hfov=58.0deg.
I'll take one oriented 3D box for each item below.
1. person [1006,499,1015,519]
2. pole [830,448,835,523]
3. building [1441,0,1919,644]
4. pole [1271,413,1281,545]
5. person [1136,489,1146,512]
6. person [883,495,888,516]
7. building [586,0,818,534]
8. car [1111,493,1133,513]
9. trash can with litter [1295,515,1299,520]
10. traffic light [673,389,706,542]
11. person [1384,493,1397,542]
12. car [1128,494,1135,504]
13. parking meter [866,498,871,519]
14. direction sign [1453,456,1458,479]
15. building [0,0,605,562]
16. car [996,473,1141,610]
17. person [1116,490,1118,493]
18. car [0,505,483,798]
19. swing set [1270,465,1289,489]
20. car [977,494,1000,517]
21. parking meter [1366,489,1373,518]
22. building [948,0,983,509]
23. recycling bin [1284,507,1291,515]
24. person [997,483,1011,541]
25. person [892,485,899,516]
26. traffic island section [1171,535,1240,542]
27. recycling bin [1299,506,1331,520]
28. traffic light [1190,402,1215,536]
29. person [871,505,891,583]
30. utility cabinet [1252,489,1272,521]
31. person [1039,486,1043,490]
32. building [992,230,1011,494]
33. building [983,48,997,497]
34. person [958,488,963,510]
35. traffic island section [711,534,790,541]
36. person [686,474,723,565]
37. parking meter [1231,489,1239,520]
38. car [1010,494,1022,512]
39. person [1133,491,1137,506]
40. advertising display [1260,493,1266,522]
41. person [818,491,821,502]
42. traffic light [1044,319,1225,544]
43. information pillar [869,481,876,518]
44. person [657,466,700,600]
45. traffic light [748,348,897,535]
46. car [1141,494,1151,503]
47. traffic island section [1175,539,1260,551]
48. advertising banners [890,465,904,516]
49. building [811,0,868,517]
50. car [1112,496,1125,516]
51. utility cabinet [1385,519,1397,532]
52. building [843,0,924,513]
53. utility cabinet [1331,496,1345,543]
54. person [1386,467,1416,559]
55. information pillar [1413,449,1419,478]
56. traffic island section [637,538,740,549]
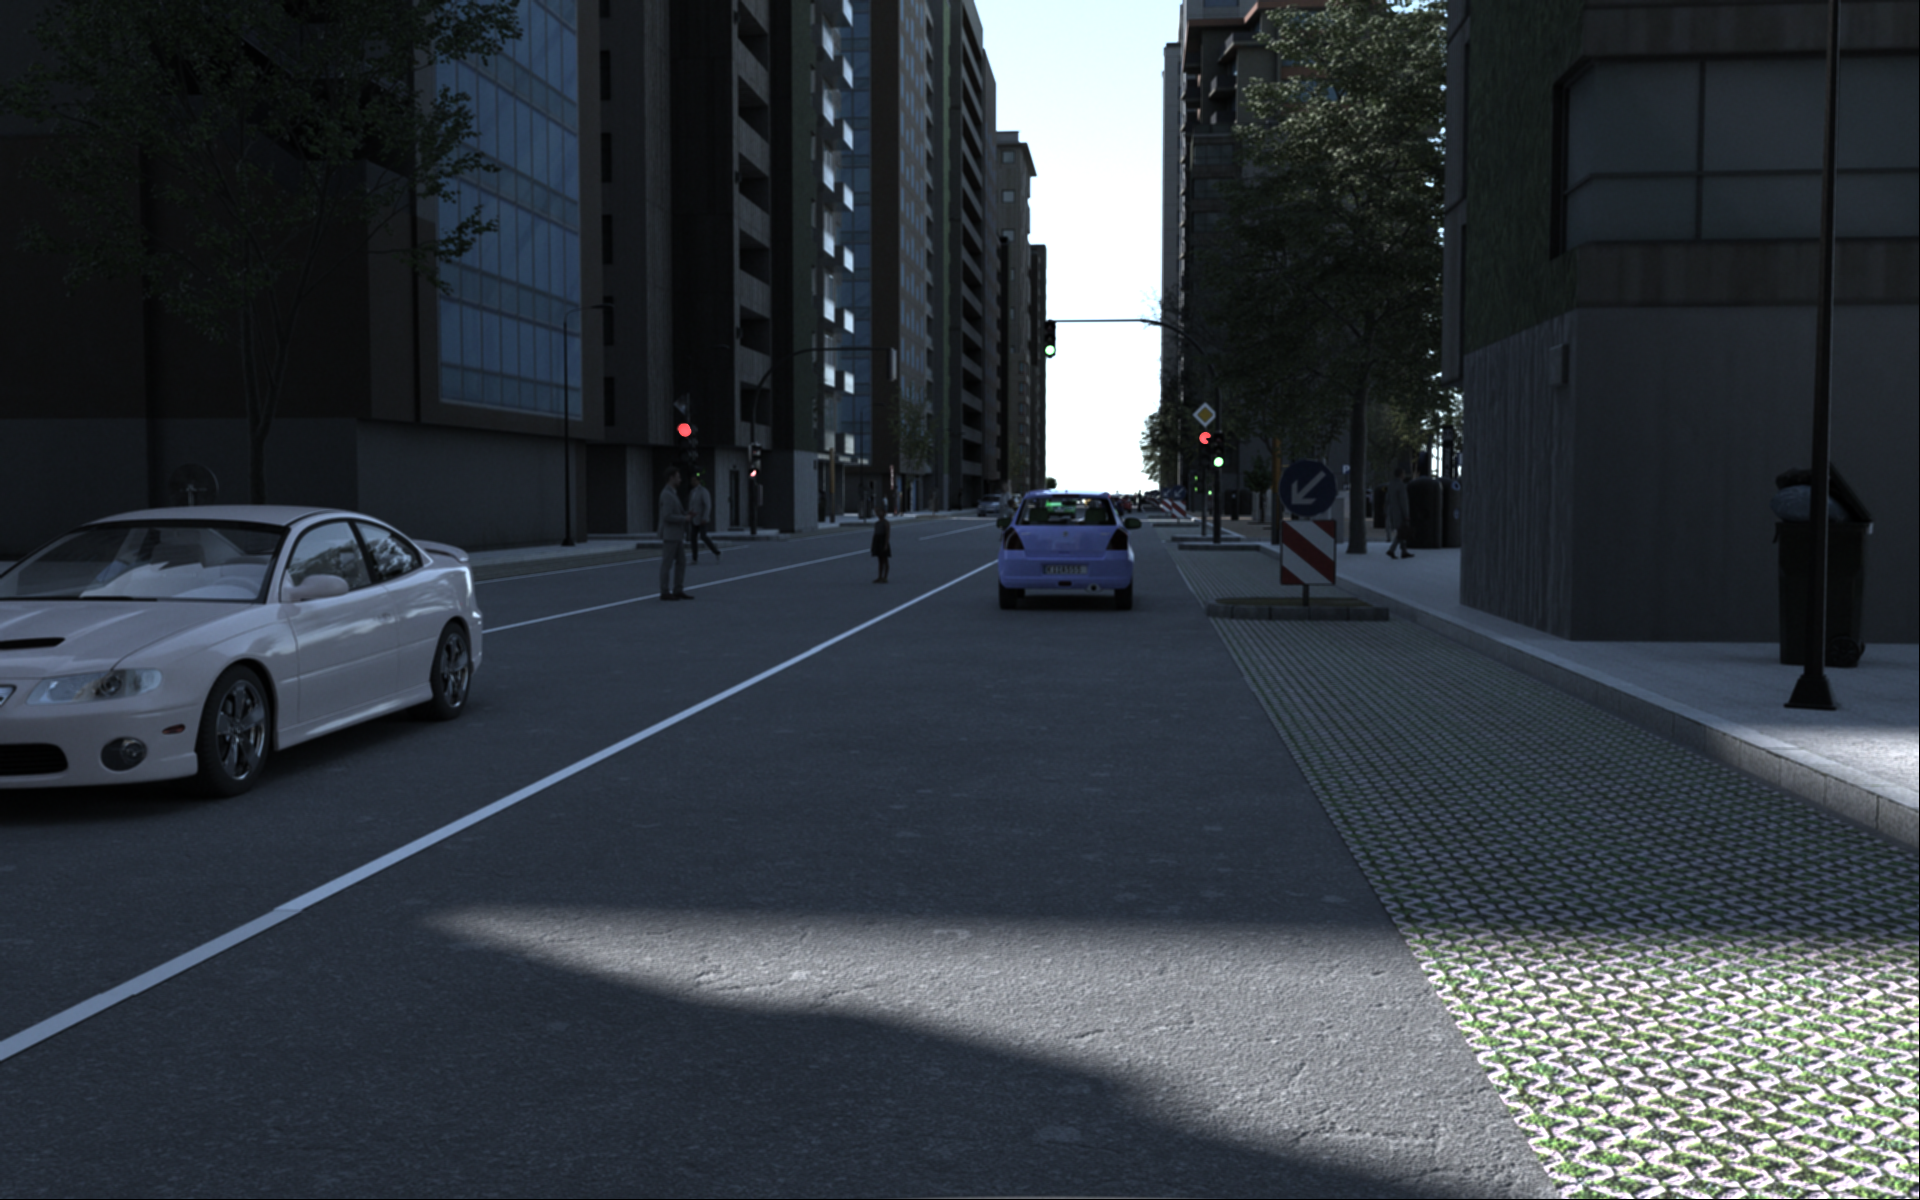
[{"bbox_3d":[1.271,-1.947,44.580,0.590,1.304,0.306,-3,5,-45],"label":"person"},{"bbox_3d":[-5.668,-5.075,76.815,0.158,3.312,0.155,0,3,0],"label":"pole"},{"bbox_3d":[12.984,-20.572,19.947,14.154,41.232,14.086,0,4,6],"label":"building"},{"bbox_3d":[7.984,-3.050,43.716,0.158,3.312,0.155,0,3,0],"label":"pole"},{"bbox_3d":[14.460,-7.981,139.079,0.705,1.814,1.350,-2,4,-24],"label":"person"},{"bbox_3d":[-4.318,-5.438,99.640,0.332,1.250,0.352,-1,4,-9],"label":"person"},{"bbox_3d":[-13.230,-17.684,60.830,14.160,30.474,14.107,0,4,6],"label":"building"},{"bbox_3d":[12.098,-7.490,131.497,2.155,1.783,4.494,0,4,4],"label":"car"},{"bbox_3d":[16.261,-4.339,82.322,1.055,1.170,0.624,-1,4,-16],"label":"trash can with litter"},{"bbox_3d":[-7.245,-3.506,46.236,0.839,4.253,0.868,0,4,6],"label":"traffic light"},{"bbox_3d":[12.502,-2.512,49.849,0.678,1.792,0.850,2,4,29],"label":"person"},{"bbox_3d":[25.147,-15.241,257.985,1.959,1.807,4.718,0,4,4],"label":"car"},{"bbox_3d":[-4.844,-5.041,90.827,0.372,1.533,0.369,0,3,0],"label":"parking meter"},{"bbox_3d":[29.485,-6.831,103.676,0.379,3.537,0.876,-2,4,-26],"label":"direction sign"},{"bbox_3d":[-17.226,-23.774,38.809,14.200,45.320,14.600,0,4,6],"label":"building"},{"bbox_3d":[1.424,-0.810,22.834,1.945,1.707,3.694,0,4,5],"label":"car"},{"bbox_3d":[14.388,-9.175,158.523,1.348,1.823,0.705,1,4,16],"label":"person"},{"bbox_3d":[-4.218,0.161,9.737,2.083,1.381,4.827,0,4,4],"label":"car"},{"bbox_3d":[18.734,-5.969,95.210,3.119,2.851,2.862,-2,4,-27],"label":"swing set"},{"bbox_3d":[2.156,-6.064,111.155,2.014,1.417,4.499,0,4,6],"label":"car"},{"bbox_3d":[22.377,-5.276,94.666,0.372,1.533,0.369,0,3,0],"label":"parking meter"},{"bbox_3d":[-9.440,-32.491,154.925,21.300,48.544,21.600,0,4,6],"label":"building"},{"bbox_3d":[20.915,-5.906,109.113,0.722,1.027,0.722,-1,4,-18],"label":"recycling bin"},{"bbox_3d":[1.425,-2.721,53.342,0.624,1.780,0.694,-2,4,-24],"label":"person"},{"bbox_3d":[-3.784,-5.800,101.206,0.374,1.781,0.599,-1,4,-11],"label":"person"},{"bbox_3d":[7.481,-1.874,52.925,2.009,0.180,2.903,0,4,6],"label":"traffic island section"},{"bbox_3d":[8.576,-1.793,41.864,0.722,1.027,0.722,1,4,15],"label":"recycling bin"},{"bbox_3d":[7.442,-3.908,52.815,0.839,4.253,0.868,0,4,6],"label":"traffic light"},{"bbox_3d":[-1.275,-0.897,27.836,0.373,1.253,0.362,-3,5,-40],"label":"person"},{"bbox_3d":[14.512,-4.531,82.762,1.173,1.500,0.318,-2,4,-34],"label":"utility cabinet"},{"bbox_3d":[3.855,-4.587,83.596,0.694,1.812,0.767,3,5,40],"label":"person"},{"bbox_3d":[-1.974,-25.413,187.200,14.160,30.474,14.107,0,4,6],"label":"building"},{"bbox_3d":[-3.822,-31.951,172.516,14.600,45.320,14.200,0,4,6],"label":"building"},{"bbox_3d":[-0.059,-7.949,136.829,0.721,1.723,1.217,-1,4,-8],"label":"person"},{"bbox_3d":[-6.490,-1.960,54.321,2.009,0.180,2.903,0,4,6],"label":"traffic island section"},{"bbox_3d":[-5.244,-1.646,35.262,0.795,1.843,0.661,-3,4,-39],"label":"person"},{"bbox_3d":[13.372,-4.635,84.192,0.372,1.533,0.369,0,3,0],"label":"parking meter"},{"bbox_3d":[3.709,-7.009,124.822,2.015,1.641,3.980,0,4,6],"label":"car"},{"bbox_3d":[20.433,-11.841,202.827,0.721,1.743,1.217,1,4,21],"label":"person"},{"bbox_3d":[13.852,-4.521,79.126,0.123,1.923,0.974,1,4,19],"label":"advertising display"},{"bbox_3d":[-6.524,-4.338,77.066,0.679,1.850,0.850,0,4,0],"label":"person"},{"bbox_3d":[4.559,-4.298,44.936,4.771,5.953,1.251,0,4,6],"label":"traffic light"},{"bbox_3d":[-4.798,-5.527,94.861,0.304,2.012,0.304,1,4,15],"label":"information pillar"},{"bbox_3d":[-3.803,-0.898,23.385,0.583,1.804,0.606,-1,4,-9],"label":"person"},{"bbox_3d":[-4.361,-4.853,54.009,4.771,5.953,1.251,0,4,6],"label":"traffic light"},{"bbox_3d":[26.534,-14.392,245.096,2.009,1.686,4.222,0,4,6],"label":"car"},{"bbox_3d":[6.688,-1.388,44.980,2.009,0.180,2.903,0,4,6],"label":"traffic island section"},{"bbox_3d":[-3.800,-6.586,103.864,0.090,3.025,2.074,-2,4,-24],"label":"advertising banners"},{"bbox_3d":[-18.004,-28.908,92.250,23.786,49.044,30.456,0,4,6],"label":"building"},{"bbox_3d":[9.924,-6.221,114.292,1.945,1.354,3.894,0,4,4],"label":"car"},{"bbox_3d":[14.768,-2.931,59.078,0.306,1.237,1.020,2,4,25],"label":"utility cabinet"},{"bbox_3d":[-10.186,-28.862,122.007,14.600,45.320,14.200,0,4,6],"label":"building"},{"bbox_3d":[9.463,-2.074,45.074,1.020,1.237,0.306,0,4,-6],"label":"utility cabinet"},{"bbox_3d":[8.796,-1.735,34.518,0.767,1.812,0.694,-1,4,-16],"label":"person"},{"bbox_3d":[23.517,-5.980,89.129,0.504,3.616,0.183,1,4,12],"label":"information pillar"},{"bbox_3d":[-7.284,-1.474,46.375,2.009,0.180,2.903,0,4,6],"label":"traffic island section"}]
